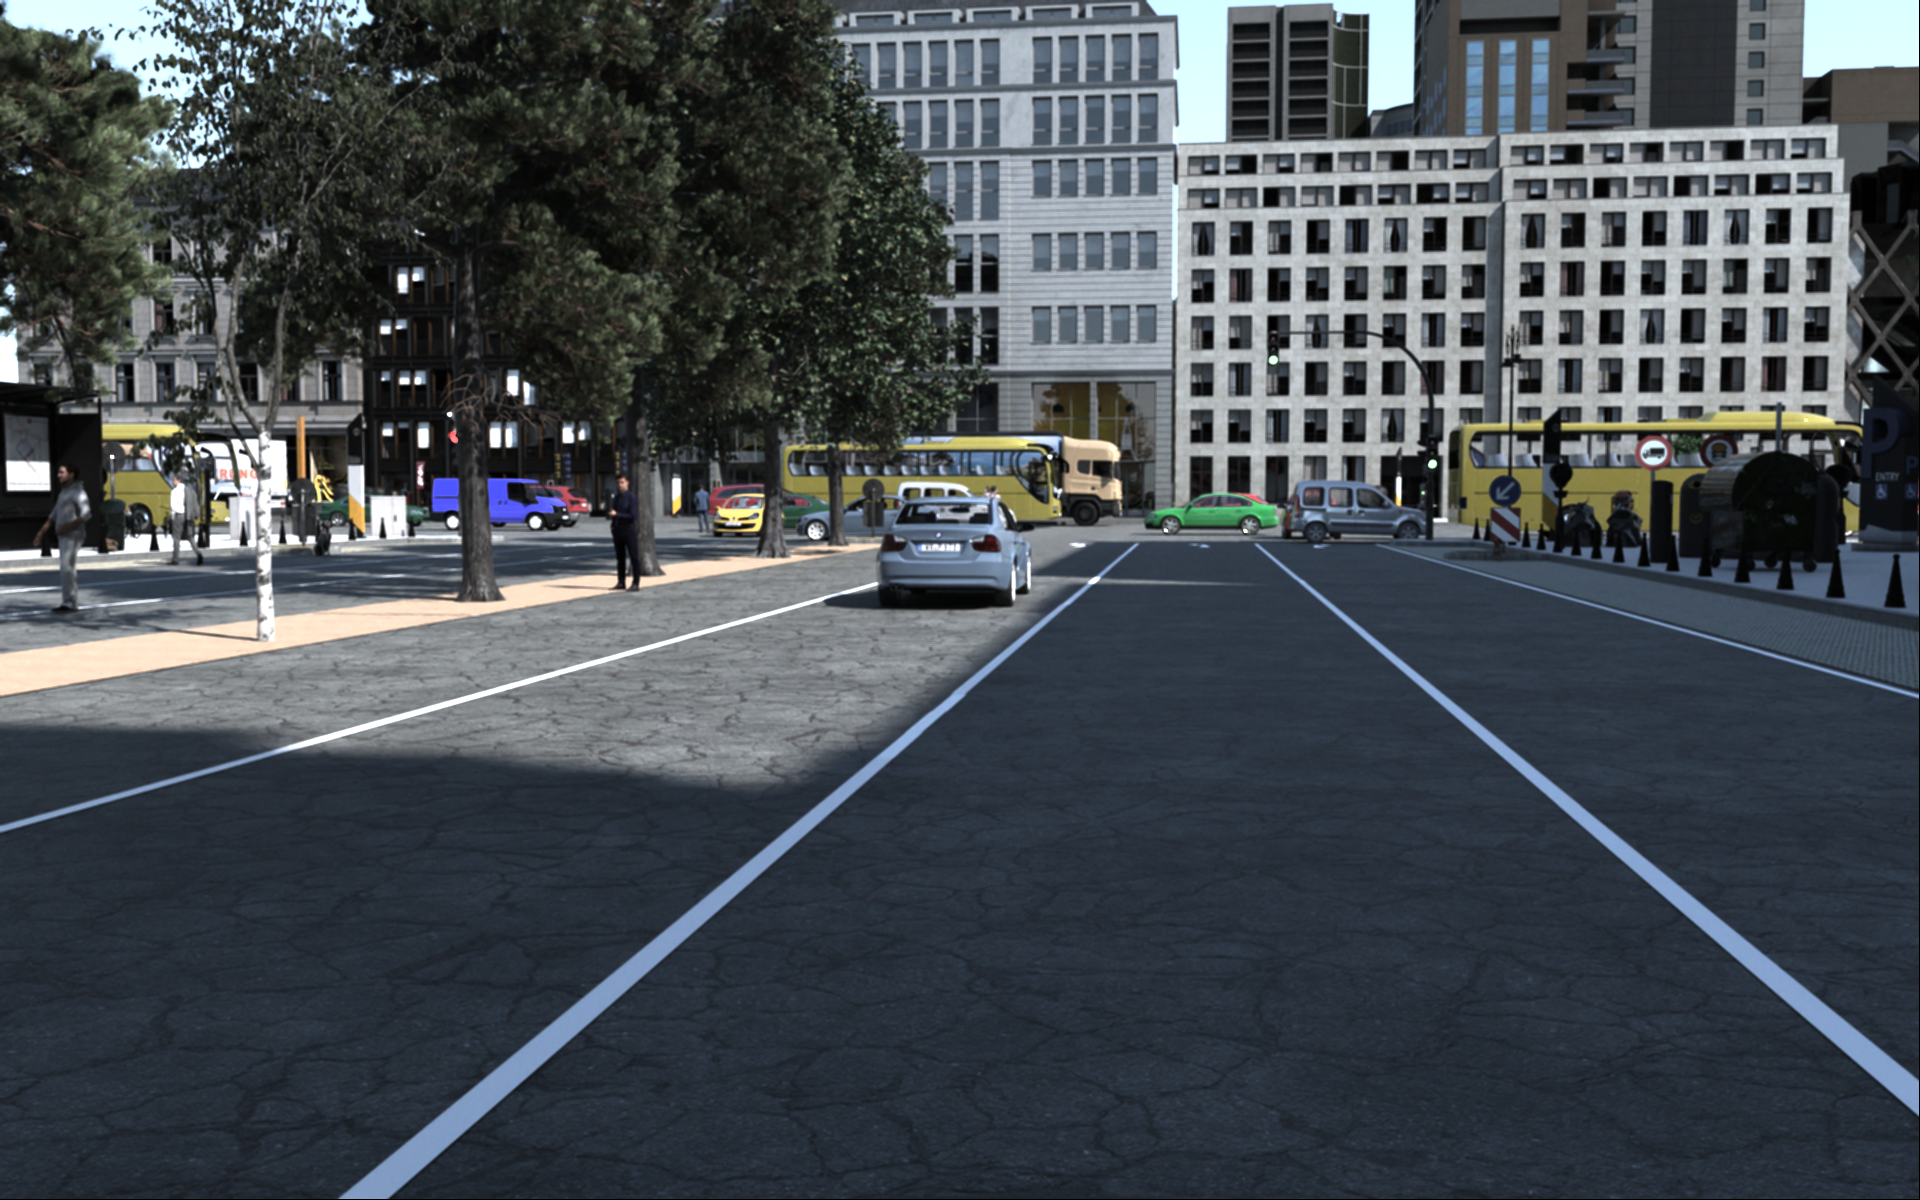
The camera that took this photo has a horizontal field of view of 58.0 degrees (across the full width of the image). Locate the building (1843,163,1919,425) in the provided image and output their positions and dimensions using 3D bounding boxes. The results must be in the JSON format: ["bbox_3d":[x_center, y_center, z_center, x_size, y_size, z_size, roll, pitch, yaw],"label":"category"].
[{"bbox_3d":[54.441,-13.925,95.120,16.811,18.784,16.820,0,4,8],"label":"building"}]

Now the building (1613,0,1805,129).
[{"bbox_3d":[72.405,-45.269,178.403,20.611,71.187,20.563,0,4,8],"label":"building"}]

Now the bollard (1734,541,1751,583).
[{"bbox_3d":[11.358,-0.556,25.131,0.229,0.601,0.229,0,3,0],"label":"bollard"}]

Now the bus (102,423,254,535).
[{"bbox_3d":[-31.445,-4.268,61.334,12.252,3.916,2.896,0,4,7],"label":"bus"}]

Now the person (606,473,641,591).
[{"bbox_3d":[-5.010,-1.003,25.608,0.576,1.737,0.504,2,4,28],"label":"person"}]

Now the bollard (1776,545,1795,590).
[{"bbox_3d":[11.106,-0.443,23.290,0.229,0.601,0.229,0,3,0],"label":"bollard"}]

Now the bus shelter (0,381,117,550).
[{"bbox_3d":[-20.676,-2.800,37.060,1.731,3.624,6.357,0,4,8],"label":"bus shelter"}]

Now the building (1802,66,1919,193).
[{"bbox_3d":[90.020,-32.382,179.553,14.200,45.320,14.600,0,4,8],"label":"building"}]

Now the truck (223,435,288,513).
[{"bbox_3d":[-38.336,-5.787,83.524,11.283,4.237,2.839,0,4,6],"label":"truck"}]

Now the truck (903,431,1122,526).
[{"bbox_3d":[2.342,-5.484,78.576,11.283,4.237,2.839,1,4,8],"label":"truck"}]

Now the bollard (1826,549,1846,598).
[{"bbox_3d":[10.859,-0.331,21.461,0.229,0.601,0.229,0,3,0],"label":"bollard"}]

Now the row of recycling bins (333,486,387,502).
[{"bbox_3d":[-32.357,-5.290,93.610,1.069,1.692,3.534,2,4,24],"label":"row of recycling bins"}]

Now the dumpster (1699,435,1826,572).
[{"bbox_3d":[13.529,-1.636,29.239,1.502,2.255,1.985,0,4,8],"label":"dumpster"}]

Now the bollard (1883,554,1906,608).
[{"bbox_3d":[10.606,-0.220,19.631,0.229,0.601,0.229,0,3,0],"label":"bollard"}]

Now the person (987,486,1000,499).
[{"bbox_3d":[1.166,-3.146,60.780,0.563,1.720,0.643,2,4,24],"label":"person"}]

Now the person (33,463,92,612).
[{"bbox_3d":[-10.819,-0.748,20.873,0.875,1.805,0.789,3,4,39],"label":"person"}]

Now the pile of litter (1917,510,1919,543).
[{"bbox_3d":[25.550,-1.962,46.037,1.719,0.858,1.176,2,4,26],"label":"pile of litter"}]

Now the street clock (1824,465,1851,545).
[{"bbox_3d":[21.521,-2.327,42.622,0.471,2.002,0.358,1,4,12],"label":"street clock"}]

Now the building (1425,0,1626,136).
[{"bbox_3d":[47.971,-30.550,149.599,14.600,45.320,14.200,0,4,8],"label":"building"}]

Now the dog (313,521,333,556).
[{"bbox_3d":[-14.790,-1.438,40.353,0.513,0.831,0.800,0,4,-7],"label":"dog"}]

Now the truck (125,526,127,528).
[{"bbox_3d":[-36.777,-4.820,67.721,11.283,4.237,2.839,1,4,9],"label":"truck"}]

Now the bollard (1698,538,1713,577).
[{"bbox_3d":[11.611,-0.669,26.974,0.229,0.601,0.229,0,3,0],"label":"bollard"}]

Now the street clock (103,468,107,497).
[{"bbox_3d":[-22.714,-2.518,45.743,0.358,2.002,0.471,0,4,-2],"label":"street clock"}]

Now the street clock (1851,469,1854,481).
[{"bbox_3d":[22.423,-2.416,44.064,0.358,2.002,0.471,-2,4,-32],"label":"street clock"}]

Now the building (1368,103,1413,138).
[{"bbox_3d":[73.815,-43.556,254.146,28.212,58.520,21.231,0,4,8],"label":"building"}]

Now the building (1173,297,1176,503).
[{"bbox_3d":[31.538,-29.688,257.107,14.107,30.474,14.160,0,4,8],"label":"building"}]

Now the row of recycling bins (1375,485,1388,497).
[{"bbox_3d":[19.887,-4.630,82.813,1.069,1.692,3.534,1,4,8],"label":"row of recycling bins"}]

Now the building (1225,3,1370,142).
[{"bbox_3d":[49.549,-50.044,256.472,20.611,71.187,20.563,0,4,8],"label":"building"}]

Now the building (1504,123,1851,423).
[{"bbox_3d":[37.232,-14.626,93.887,16.860,20.320,10.420,0,4,8],"label":"building"}]

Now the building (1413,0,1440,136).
[{"bbox_3d":[52.842,-44.518,166.117,20.563,71.187,20.611,0,4,8],"label":"building"}]

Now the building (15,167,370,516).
[{"bbox_3d":[-53.237,-15.558,105.284,40.483,20.767,10.553,0,4,8],"label":"building"}]

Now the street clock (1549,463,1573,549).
[{"bbox_3d":[14.011,-2.193,40.423,0.471,2.002,0.358,0,4,3],"label":"street clock"}]

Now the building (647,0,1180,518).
[{"bbox_3d":[-2.552,-19.683,99.310,29.804,29.767,11.434,0,4,8],"label":"building"}]

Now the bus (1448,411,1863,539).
[{"bbox_3d":[21.225,-3.722,52.404,12.252,3.916,2.896,0,4,8],"label":"bus"}]

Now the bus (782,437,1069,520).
[{"bbox_3d":[-1.479,-5.121,75.269,12.252,3.916,2.896,0,4,8],"label":"bus"}]

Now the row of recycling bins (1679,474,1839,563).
[{"bbox_3d":[15.604,-1.639,33.916,1.069,1.692,3.534,-2,4,-24],"label":"row of recycling bins"}]

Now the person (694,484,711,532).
[{"bbox_3d":[-9.640,-3.440,64.918,0.721,1.800,0.419,-2,4,-26],"label":"person"}]

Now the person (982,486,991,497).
[{"bbox_3d":[1.233,-3.719,69.899,0.593,1.750,0.643,-3,5,-40],"label":"person"}]

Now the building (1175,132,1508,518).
[{"bbox_3d":[20.595,-14.796,96.661,16.860,20.320,10.420,0,4,8],"label":"building"}]

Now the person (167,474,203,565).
[{"bbox_3d":[-15.580,-1.604,34.820,0.850,1.850,0.679,1,4,21],"label":"person"}]

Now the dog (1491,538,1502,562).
[{"bbox_3d":[11.358,-1.058,36.581,0.406,0.507,0.540,-2,4,-26],"label":"dog"}]

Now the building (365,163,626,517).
[{"bbox_3d":[-25.045,-16.744,103.437,15.834,23.373,12.332,0,4,8],"label":"building"}]
